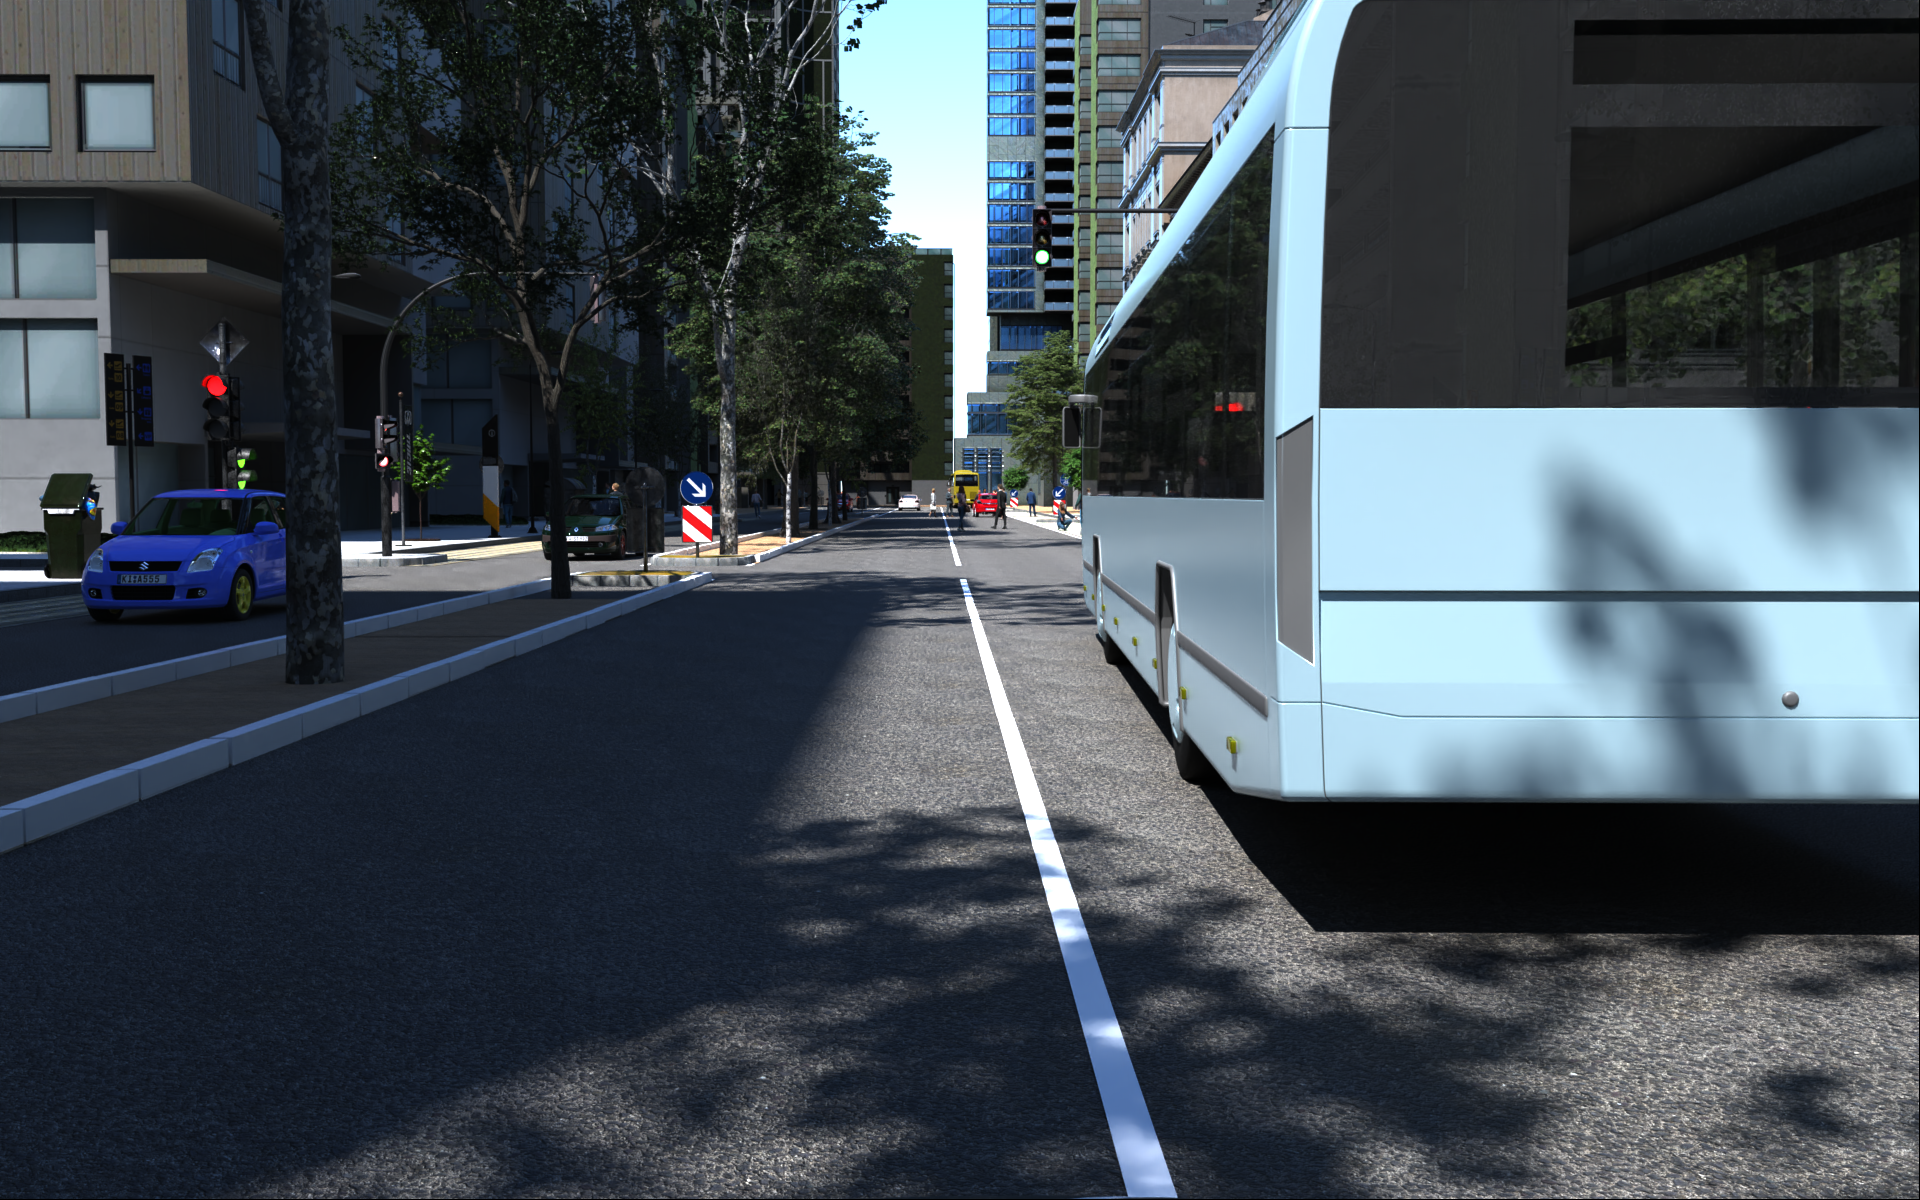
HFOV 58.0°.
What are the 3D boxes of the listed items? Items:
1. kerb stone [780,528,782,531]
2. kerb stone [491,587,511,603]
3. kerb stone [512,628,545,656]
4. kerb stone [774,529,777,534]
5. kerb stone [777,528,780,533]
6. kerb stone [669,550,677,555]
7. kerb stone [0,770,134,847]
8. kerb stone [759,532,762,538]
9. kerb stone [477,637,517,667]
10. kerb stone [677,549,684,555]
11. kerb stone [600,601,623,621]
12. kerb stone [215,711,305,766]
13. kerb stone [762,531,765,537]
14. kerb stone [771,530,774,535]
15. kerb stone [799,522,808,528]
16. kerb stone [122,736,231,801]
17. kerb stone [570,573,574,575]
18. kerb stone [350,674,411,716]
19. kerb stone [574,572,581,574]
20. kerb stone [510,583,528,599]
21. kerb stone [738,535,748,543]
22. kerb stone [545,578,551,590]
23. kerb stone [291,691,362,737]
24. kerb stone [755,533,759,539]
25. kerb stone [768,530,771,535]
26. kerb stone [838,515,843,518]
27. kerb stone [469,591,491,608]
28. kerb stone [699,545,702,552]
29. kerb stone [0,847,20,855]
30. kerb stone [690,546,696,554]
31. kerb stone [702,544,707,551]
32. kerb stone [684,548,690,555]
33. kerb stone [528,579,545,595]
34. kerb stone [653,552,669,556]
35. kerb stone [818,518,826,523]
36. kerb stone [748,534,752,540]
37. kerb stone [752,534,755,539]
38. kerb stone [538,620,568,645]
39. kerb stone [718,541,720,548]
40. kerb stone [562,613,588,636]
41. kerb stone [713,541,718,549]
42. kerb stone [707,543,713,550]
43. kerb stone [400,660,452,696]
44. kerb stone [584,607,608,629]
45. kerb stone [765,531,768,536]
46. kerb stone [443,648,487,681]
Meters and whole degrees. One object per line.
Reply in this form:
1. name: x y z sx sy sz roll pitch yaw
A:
1. kerb stone: -6.716 -2.523 63.441 0.120 0.150 1.000 0 4 -1
2. kerb stone: -6.165 -0.047 22.961 0.120 0.150 1.000 0 4 -1
3. kerb stone: -3.983 0.393 15.781 0.120 0.150 1.000 0 4 -1
4. kerb stone: -6.682 -2.397 61.379 0.120 0.150 1.000 0 4 -1
5. kerb stone: -6.697 -2.450 62.418 0.120 0.150 1.000 0 4 -1
6. kerb stone: -6.378 -0.954 37.801 0.120 0.150 1.000 0 4 -1
7. kerb stone: -3.880 0.895 7.567 0.120 0.150 1.000 0 4 -1
8. kerb stone: -6.617 -2.082 56.234 0.120 0.150 1.000 0 4 -1
9. kerb stone: -3.981 0.455 14.759 0.120 0.150 1.000 0 4 -1
10. kerb stone: -6.383 -1.012 38.825 0.120 0.150 1.000 0 4 -1
11. kerb stone: -4.046 0.143 19.877 0.120 0.150 1.000 0 4 -1
12. kerb stone: -3.901 0.769 9.624 0.120 0.150 1.000 0 4 -1
13. kerb stone: -6.634 -2.144 57.262 0.120 0.150 1.000 0 4 -1
14. kerb stone: -6.677 -2.332 60.356 0.120 0.150 1.000 0 4 -1
15. kerb stone: -6.873 -3.276 75.756 0.120 0.150 1.000 0 4 -1
16. kerb stone: -3.893 0.834 8.589 0.120 0.150 1.000 0 4 -1
17. kerb stone: -6.238 -0.298 27.070 0.120 0.150 1.000 0 4 -1
18. kerb stone: -3.932 0.646 11.677 0.120 0.150 1.000 0 4 -1
19. kerb stone: -6.248 -0.355 28.100 0.120 0.150 1.000 0 4 -1
20. kerb stone: -6.193 -0.107 23.983 0.120 0.150 1.000 0 4 -1
21. kerb stone: -6.569 -1.831 52.143 0.120 0.150 1.000 0 4 -1
22. kerb stone: -6.232 -0.235 26.043 0.120 0.150 1.000 0 4 -1
23. kerb stone: -3.919 0.709 10.651 0.120 0.150 1.000 0 4 -1
24. kerb stone: -6.605 -2.019 55.212 0.120 0.150 1.000 0 4 -1
25. kerb stone: -6.663 -2.269 59.322 0.120 0.150 1.000 0 4 -1
26. kerb stone: -7.288 -5.155 106.478 0.120 0.150 1.000 0 4 -1
27. kerb stone: -6.167 0.020 21.939 0.120 0.150 1.000 0 4 -1
28. kerb stone: -6.436 -1.203 41.901 0.120 0.150 1.000 0 4 -1
29. kerb stone: -3.865 0.958 6.546 0.120 0.150 1.000 0 4 -1
30. kerb stone: -6.414 -1.142 40.874 0.120 0.150 1.000 0 4 -1
31. kerb stone: -6.450 -1.268 42.934 0.120 0.150 1.000 0 4 -1
32. kerb stone: -6.410 -1.080 39.852 0.120 0.150 1.000 0 4 -1
33. kerb stone: -6.203 -0.170 25.011 0.120 0.150 1.000 0 4 -1
34. kerb stone: -6.369 -0.891 36.765 0.120 0.150 1.000 0 4 -1
35. kerb stone: -7.048 -4.026 88.042 0.120 0.150 1.000 0 4 -1
36. kerb stone: -6.581 -1.894 53.167 0.120 0.150 1.000 0 4 -1
37. kerb stone: -6.602 -1.955 54.189 0.120 0.150 1.000 0 4 -1
38. kerb stone: -3.998 0.329 16.811 0.120 0.150 1.000 0 4 -1
39. kerb stone: -6.480 -1.456 46.005 0.120 0.150 1.000 0 4 -1
40. kerb stone: -4.016 0.269 17.834 0.120 0.150 1.000 0 4 -1
41. kerb stone: -6.465 -1.392 44.978 0.120 0.150 1.000 0 4 -1
42. kerb stone: -6.460 -1.331 43.956 0.120 0.150 1.000 0 4 -1
43. kerb stone: -3.949 0.582 12.699 0.120 0.150 1.000 0 4 -1
44. kerb stone: -4.020 0.207 18.856 0.120 0.150 1.000 0 4 -1
45. kerb stone: -6.648 -2.206 58.292 0.120 0.150 1.000 0 4 -1
46. kerb stone: -3.960 0.521 13.729 0.120 0.150 1.000 0 4 -1
